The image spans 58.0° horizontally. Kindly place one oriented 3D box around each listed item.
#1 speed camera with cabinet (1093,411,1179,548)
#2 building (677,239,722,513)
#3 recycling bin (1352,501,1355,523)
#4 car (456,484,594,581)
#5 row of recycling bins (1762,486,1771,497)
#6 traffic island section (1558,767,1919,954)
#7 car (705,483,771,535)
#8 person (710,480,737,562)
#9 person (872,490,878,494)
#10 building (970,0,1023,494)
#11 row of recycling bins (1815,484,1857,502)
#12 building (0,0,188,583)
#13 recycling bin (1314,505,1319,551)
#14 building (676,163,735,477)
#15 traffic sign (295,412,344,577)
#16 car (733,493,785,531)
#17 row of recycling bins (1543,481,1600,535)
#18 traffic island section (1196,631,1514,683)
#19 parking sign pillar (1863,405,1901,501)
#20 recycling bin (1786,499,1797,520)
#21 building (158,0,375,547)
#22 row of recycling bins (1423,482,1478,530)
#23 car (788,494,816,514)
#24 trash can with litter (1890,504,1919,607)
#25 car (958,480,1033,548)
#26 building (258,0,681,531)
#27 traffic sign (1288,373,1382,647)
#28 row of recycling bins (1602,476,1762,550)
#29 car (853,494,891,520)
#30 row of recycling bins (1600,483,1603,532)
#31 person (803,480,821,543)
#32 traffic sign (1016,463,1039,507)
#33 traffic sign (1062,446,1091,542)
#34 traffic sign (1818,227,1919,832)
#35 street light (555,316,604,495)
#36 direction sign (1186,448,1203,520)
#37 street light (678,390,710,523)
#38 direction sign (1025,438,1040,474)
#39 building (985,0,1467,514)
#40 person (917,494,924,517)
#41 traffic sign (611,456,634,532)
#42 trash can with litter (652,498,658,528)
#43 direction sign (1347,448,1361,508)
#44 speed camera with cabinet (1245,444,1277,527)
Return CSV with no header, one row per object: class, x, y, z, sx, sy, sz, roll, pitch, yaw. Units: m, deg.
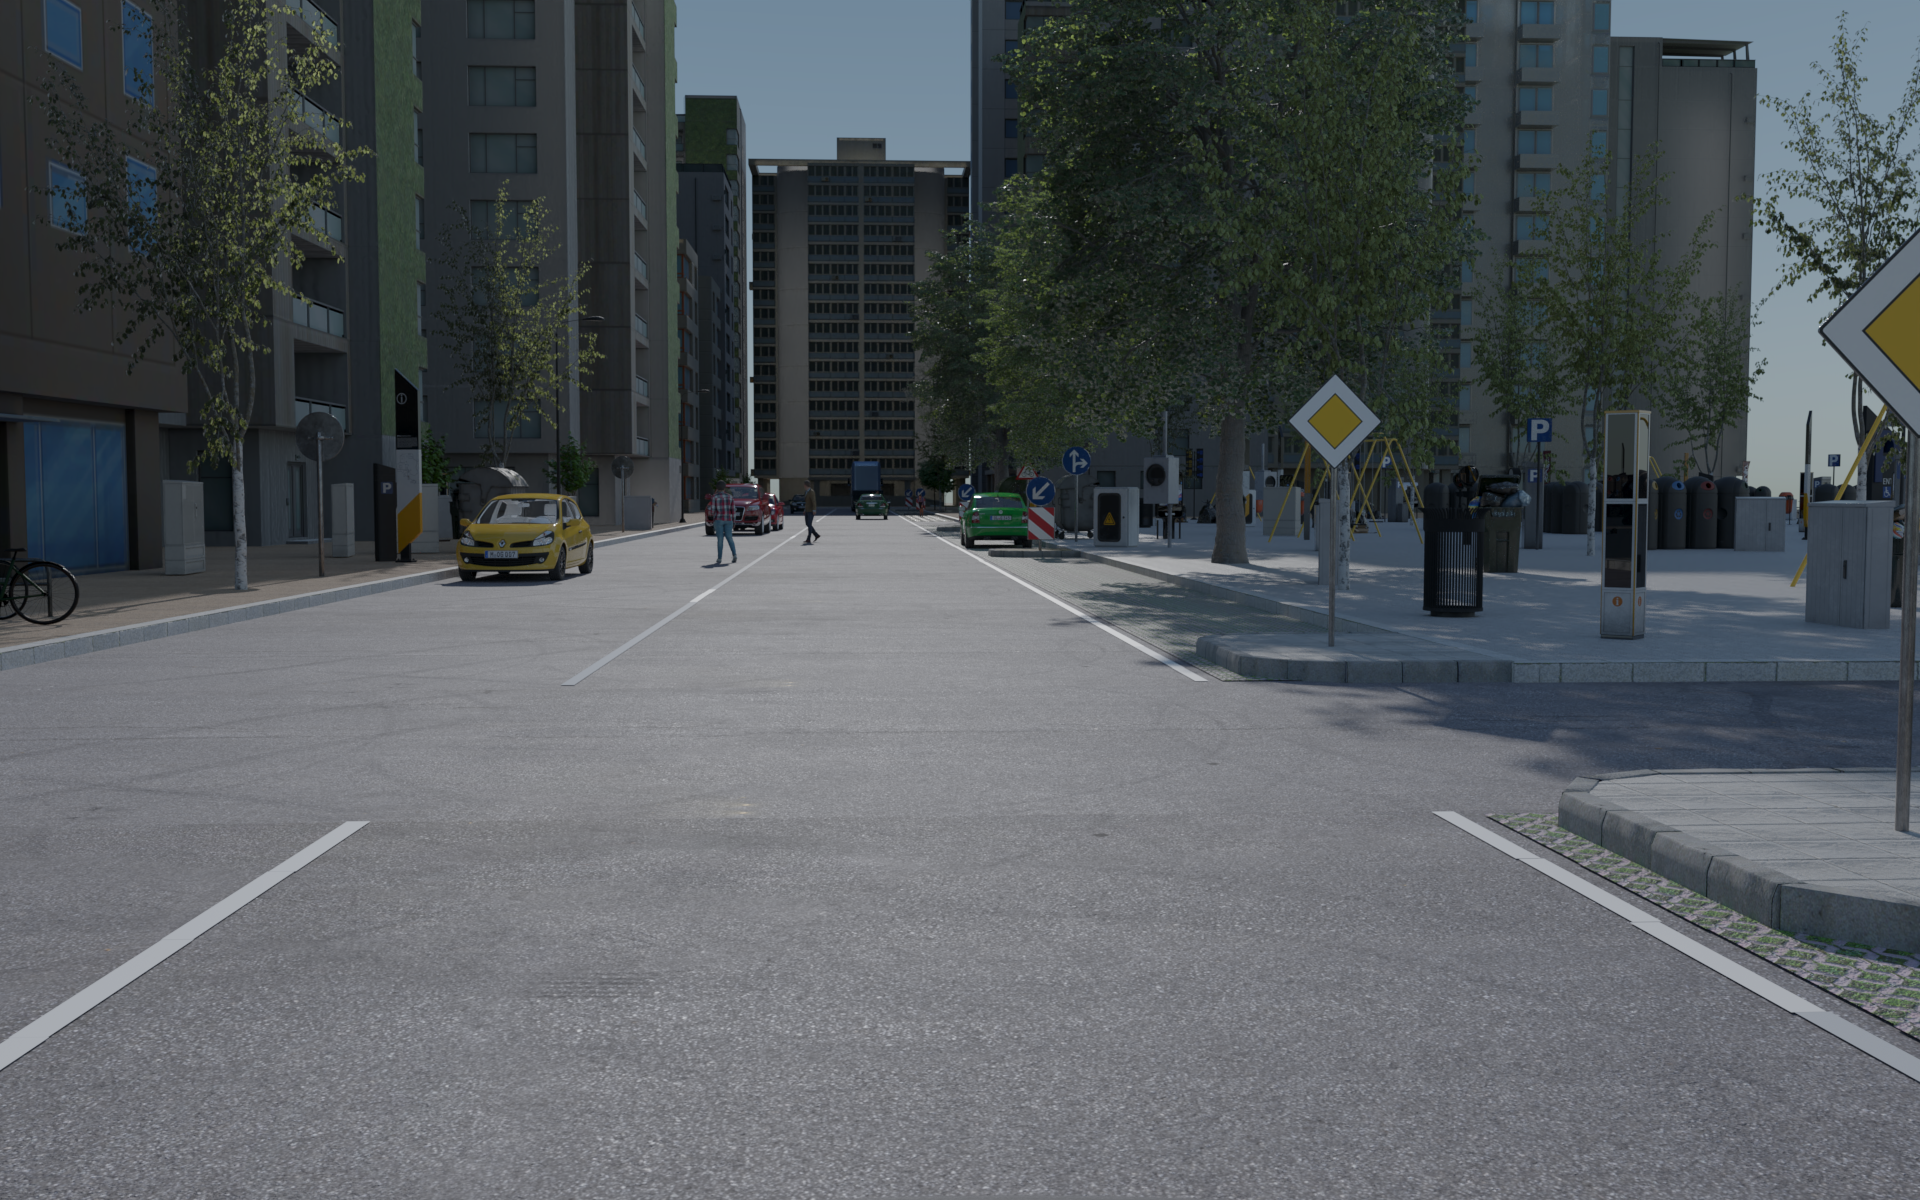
speed camera with cabinet,4.225,-2.895,41.676,2.038,3.252,0.660,2,4,34
building,-33.150,-17.497,131.116,27.650,21.520,28.899,0,4,-3
recycling bin,13.798,-3.057,62.530,0.722,1.027,0.722,0,4,-7
car,-7.463,-1.203,29.890,2.015,1.641,3.980,0,4,-2
row of recycling bins,39.902,-4.980,88.532,1.069,1.692,3.534,-2,4,-25
traffic island section,3.610,0.958,6.617,2.009,0.180,2.903,0,4,-3
car,-7.941,-3.277,62.257,2.281,1.827,5.304,0,4,-2
person,-4.976,-1.657,36.428,0.563,1.720,0.643,-2,4,-27
person,-5.902,-6.903,122.171,0.445,1.727,0.742,1,4,17
building,11.368,-37.082,148.281,21.231,58.520,28.212,0,4,-3
row of recycling bins,35.586,-3.791,69.095,3.534,1.692,1.069,-2,4,-24
building,-20.002,-22.724,21.656,14.600,45.320,14.200,0,4,-3
recycling bin,8.377,-1.623,39.088,0.722,1.027,0.722,1,4,8
building,-27.239,-23.362,153.675,14.107,30.474,14.160,0,4,-3
traffic sign,-9.919,-1.635,26.838,0.768,2.556,0.104,0,4,2
car,-8.015,-3.659,68.861,2.155,1.783,4.494,0,4,-2
row of recycling bins,19.746,-3.027,56.610,1.069,1.692,3.534,0,4,4
traffic island section,3.145,0.470,14.589,2.009,0.180,2.903,0,4,-3
parking sign pillar,28.148,-3.940,52.891,1.447,3.967,1.447,-2,4,-23
recycling bin,40.545,-4.426,84.917,0.722,1.027,0.722,3,5,42
building,-22.576,-22.029,43.770,14.154,41.232,14.086,0,4,-3
row of recycling bins,18.064,-3.349,61.866,3.534,1.692,1.069,-2,4,-28
car,-11.551,-7.154,126.752,2.009,1.686,4.222,0,4,-5
trash can with litter,10.455,-0.520,19.897,0.624,1.170,1.055,-2,4,-29
car,0.952,-2.335,46.975,1.959,1.807,4.718,0,4,-3
building,-19.602,-23.780,72.396,14.154,41.232,14.086,0,4,-3
traffic sign,3.122,-0.665,14.510,0.795,2.450,0.064,0,4,-3
row of recycling bins,16.834,-2.035,40.384,3.534,1.692,1.069,-1,4,-21
car,-5.016,-5.313,98.658,2.131,1.459,4.920,0,4,-2
row of recycling bins,22.282,-3.113,58.004,1.069,1.692,3.534,-2,4,-24
person,-4.452,-2.629,51.393,0.656,1.842,0.836,2,4,34
traffic sign,2.479,-3.876,63.384,0.884,2.594,0.081,0,4,2
traffic sign,3.122,-2.834,46.442,0.768,2.556,0.104,0,4,5
traffic sign,3.587,-0.177,6.538,0.795,2.450,0.064,0,4,-3
street light,-9.992,-4.455,45.386,1.470,5.913,1.316,0,4,-3
direction sign,11.639,-5.751,86.027,0.876,3.537,0.379,1,4,19
street light,-11.839,-6.399,77.158,1.470,5.913,1.316,0,4,-3
direction sign,2.885,-4.707,68.953,0.379,3.537,0.876,-3,5,-40
building,18.243,-26.377,123.142,32.217,40.220,23.993,0,4,-3
person,-2.438,-5.913,108.415,0.421,1.427,0.697,1,4,13
traffic sign,-11.291,-3.540,57.977,0.768,2.556,0.104,0,4,0
trash can with litter,-11.634,-3.244,64.432,0.624,1.170,1.055,0,4,3
direction sign,13.775,-4.221,61.016,0.379,3.537,0.876,-2,4,-32
speed camera with cabinet,11.391,-4.471,67.429,2.038,3.252,0.660,-2,4,-32
